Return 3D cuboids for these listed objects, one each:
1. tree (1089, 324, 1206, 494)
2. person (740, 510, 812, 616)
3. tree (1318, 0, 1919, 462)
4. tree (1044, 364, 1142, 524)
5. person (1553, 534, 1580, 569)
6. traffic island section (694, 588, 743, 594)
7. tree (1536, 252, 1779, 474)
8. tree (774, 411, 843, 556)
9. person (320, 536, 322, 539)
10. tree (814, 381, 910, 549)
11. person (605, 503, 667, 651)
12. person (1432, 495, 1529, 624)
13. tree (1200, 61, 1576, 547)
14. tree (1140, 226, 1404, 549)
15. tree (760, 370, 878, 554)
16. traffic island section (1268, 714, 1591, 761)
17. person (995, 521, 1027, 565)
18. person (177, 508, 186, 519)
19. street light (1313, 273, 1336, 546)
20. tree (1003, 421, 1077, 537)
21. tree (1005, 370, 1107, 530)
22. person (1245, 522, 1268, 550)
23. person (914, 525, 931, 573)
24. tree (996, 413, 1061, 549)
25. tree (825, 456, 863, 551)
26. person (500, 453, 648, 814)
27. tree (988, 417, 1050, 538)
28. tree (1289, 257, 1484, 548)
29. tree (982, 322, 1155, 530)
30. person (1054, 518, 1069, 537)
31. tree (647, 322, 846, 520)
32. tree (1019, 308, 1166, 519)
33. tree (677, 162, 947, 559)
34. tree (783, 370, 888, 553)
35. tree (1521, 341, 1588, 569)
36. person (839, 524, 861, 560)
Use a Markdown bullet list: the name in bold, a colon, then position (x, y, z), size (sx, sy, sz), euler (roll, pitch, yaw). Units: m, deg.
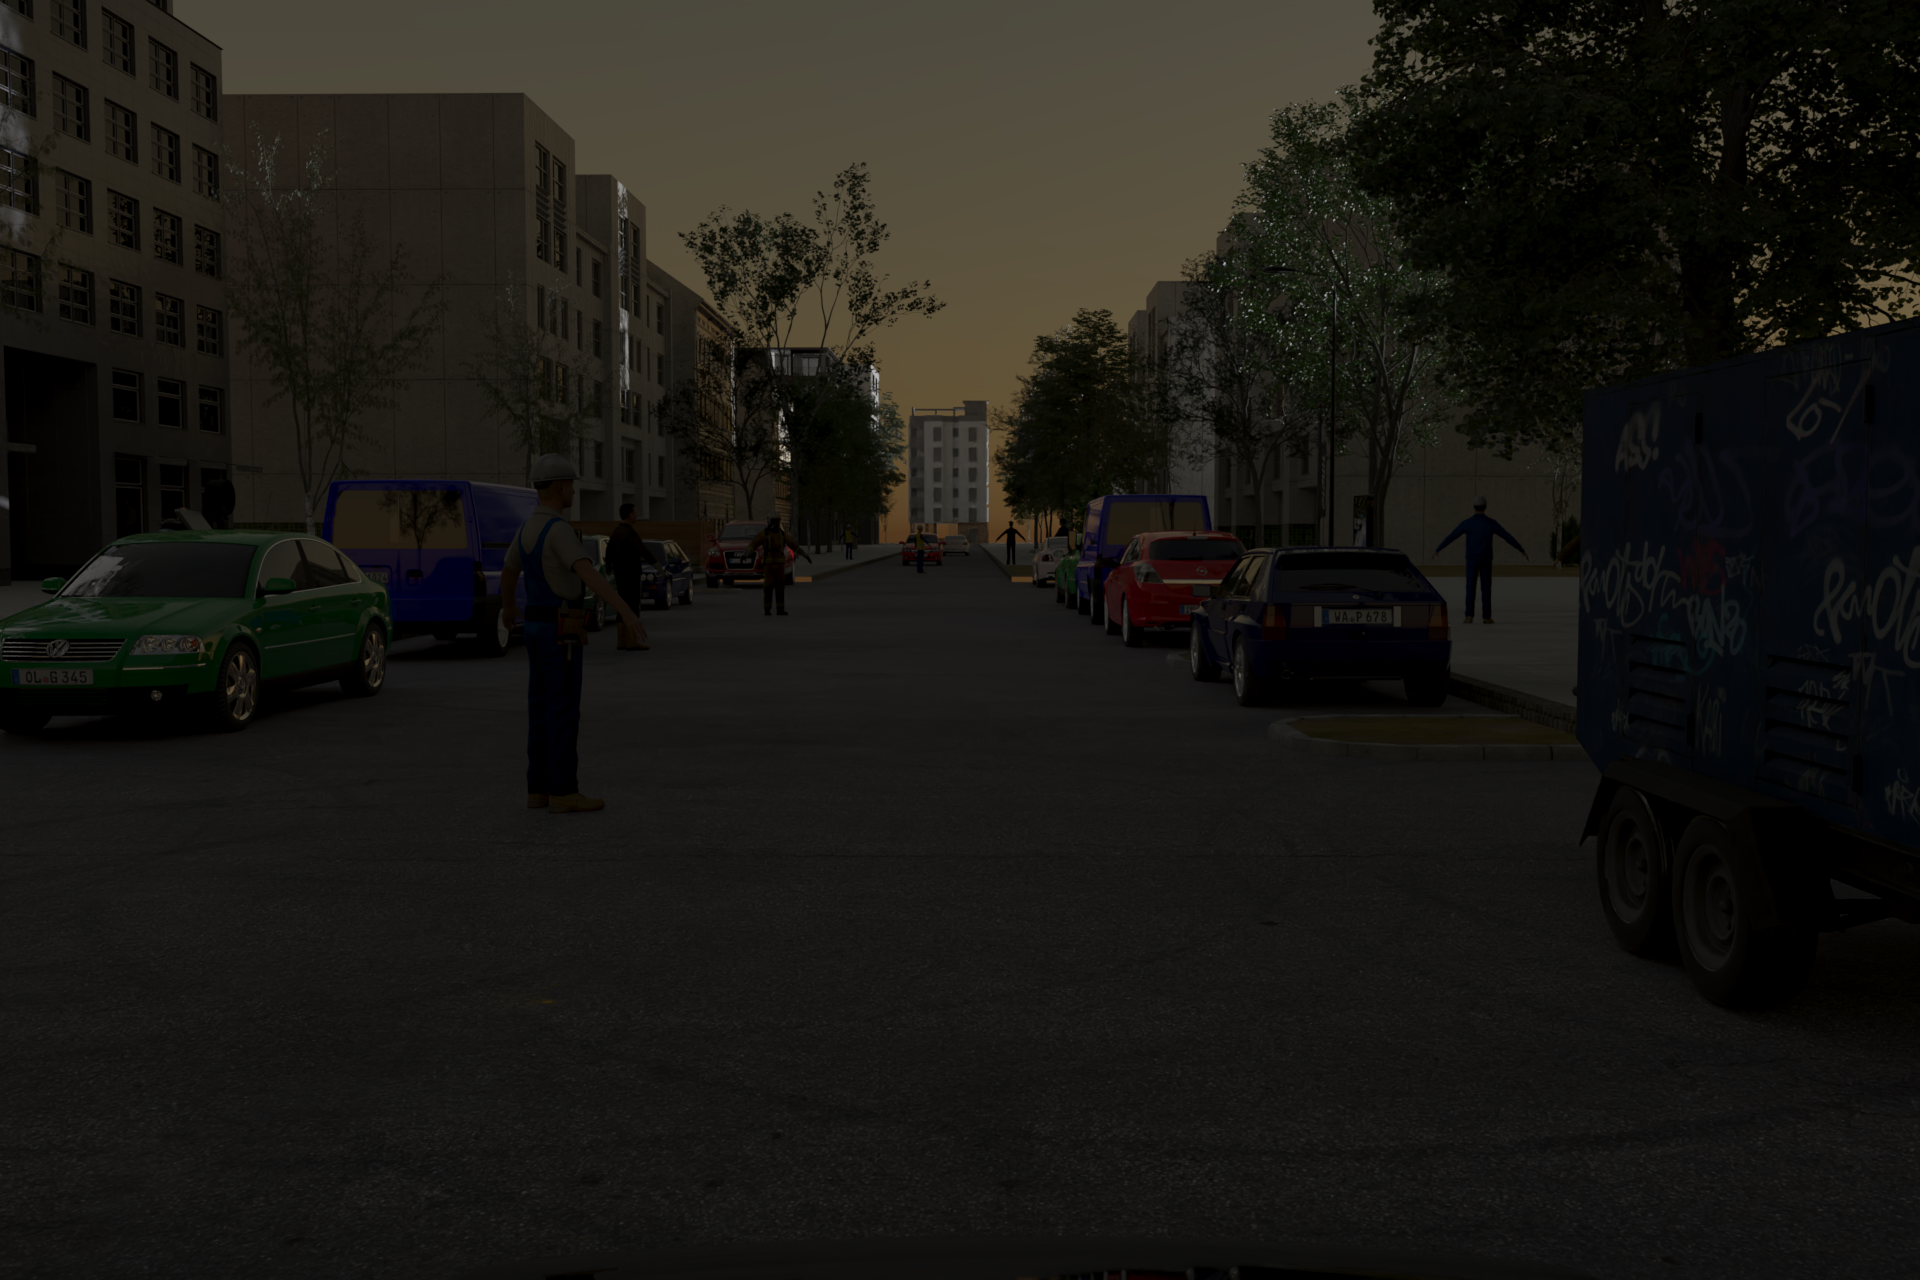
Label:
- **tree**: position (7.219, -6.705, 59.985), size (4.360, 8.622, 3.978), euler (0, 3, 0)
- **person**: position (-3.260, -1.361, 30.473), size (1.354, 1.858, 0.705), euler (-2, 4, -29)
- **tree**: position (9.051, -6.982, 20.812), size (9.857, 13.997, 8.962), euler (0, 3, 0)
- **tree**: position (6.272, -7.608, 74.751), size (4.360, 8.622, 3.978), euler (0, 3, 0)
- **person**: position (6.757, -0.679, 17.881), size (1.217, 1.736, 0.721), euler (1, 4, 23)
- **traffic island section**: position (-6.339, -1.181, 42.177), size (1.991, 0.108, 1.994), euler (0, 3, 0)
- **tree**: position (22.317, -7.321, 54.109), size (8.767, 10.594, 7.601), euler (0, 4, 3)
- **tree**: position (-8.734, -9.157, 100.084), size (4.360, 8.622, 3.978), euler (0, 3, 0)
- **person**: position (-19.245, -2.848, 52.837), size (0.705, 1.796, 1.348), euler (1, 4, 10)
- **tree**: position (-8.959, -14.579, 145.023), size (9.857, 13.997, 8.962), euler (0, 3, 0)
- **person**: position (-4.072, -0.783, 21.400), size (0.704, 1.812, 1.346), euler (-3, 5, -41)
- **person**: position (7.468, -1.164, 24.905), size (1.347, 1.842, 0.705), euler (1, 4, 21)
- **tree**: position (9.311, -6.870, 38.079), size (9.928, 11.665, 9.643), euler (0, 3, 0)
- **tree**: position (9.100, -7.177, 51.754), size (8.767, 10.594, 7.601), euler (1, 4, 21)
- **tree**: position (-9.065, -11.258, 109.818), size (9.928, 11.665, 9.643), euler (0, 3, 0)
- **traffic island section**: position (3.186, 0.668, 11.949), size (1.991, 0.108, 1.994), euler (0, 4, -1)
- **person**: position (2.141, -4.084, 72.715), size (1.347, 1.837, 0.705), euler (0, 4, -6)
- **person**: position (-14.109, -1.514, 31.355), size (0.434, 1.755, 0.990), euler (3, 4, 38)
- **street light**: position (7.032, -3.524, 30.151), size (1.470, 5.913, 1.316), euler (0, 4, 0)
- **tree**: position (6.687, -11.510, 122.603), size (7.601, 10.594, 8.767), euler (-1, 4, -17)
- **tree**: position (6.634, -11.931, 113.198), size (7.486, 12.596, 7.792), euler (0, 3, 0)
- **person**: position (14.311, -4.785, 84.009), size (0.705, 1.856, 1.354), euler (-3, 5, -43)
- **person**: position (-1.364, -3.312, 63.079), size (0.721, 1.772, 1.216), euler (-2, 4, -28)
- **tree**: position (6.702, -13.956, 146.314), size (7.486, 12.596, 7.792), euler (0, 3, 0)
- **tree**: position (-8.806, -10.935, 129.155), size (4.737, 8.622, 4.395), euler (0, 3, 0)
- **person**: position (-2.085, -0.042, 9.008), size (0.705, 1.847, 1.347), euler (-3, 5, -43)
- **tree**: position (6.536, -12.156, 133.156), size (7.601, 10.594, 8.767), euler (3, 4, 37)
- **tree**: position (15.479, -8.384, 62.840), size (9.928, 11.665, 9.643), euler (0, 3, 0)
- **tree**: position (6.462, -11.691, 101.511), size (12.009, 13.543, 11.850), euler (0, 3, 0)
- **person**: position (3.326, -3.084, 56.611), size (0.705, 1.806, 1.347), euler (3, 4, 37)
- **tree**: position (-9.170, -8.664, 76.074), size (8.767, 10.594, 7.601), euler (-2, 4, -24)
- **tree**: position (6.575, -10.326, 86.962), size (7.486, 12.596, 7.792), euler (0, 3, 0)
- **tree**: position (-7.531, -14.213, 88.267), size (12.611, 20.169, 13.585), euler (0, 3, 0)
- **tree**: position (-8.710, -12.359, 120.200), size (7.486, 12.596, 7.792), euler (0, 3, 0)
- **tree**: position (21.635, -6.891, 63.027), size (4.360, 8.622, 3.978), euler (0, 3, 0)
- **person**: position (-5.539, -4.929, 87.046), size (1.216, 1.772, 0.721), euler (1, 4, 23)
